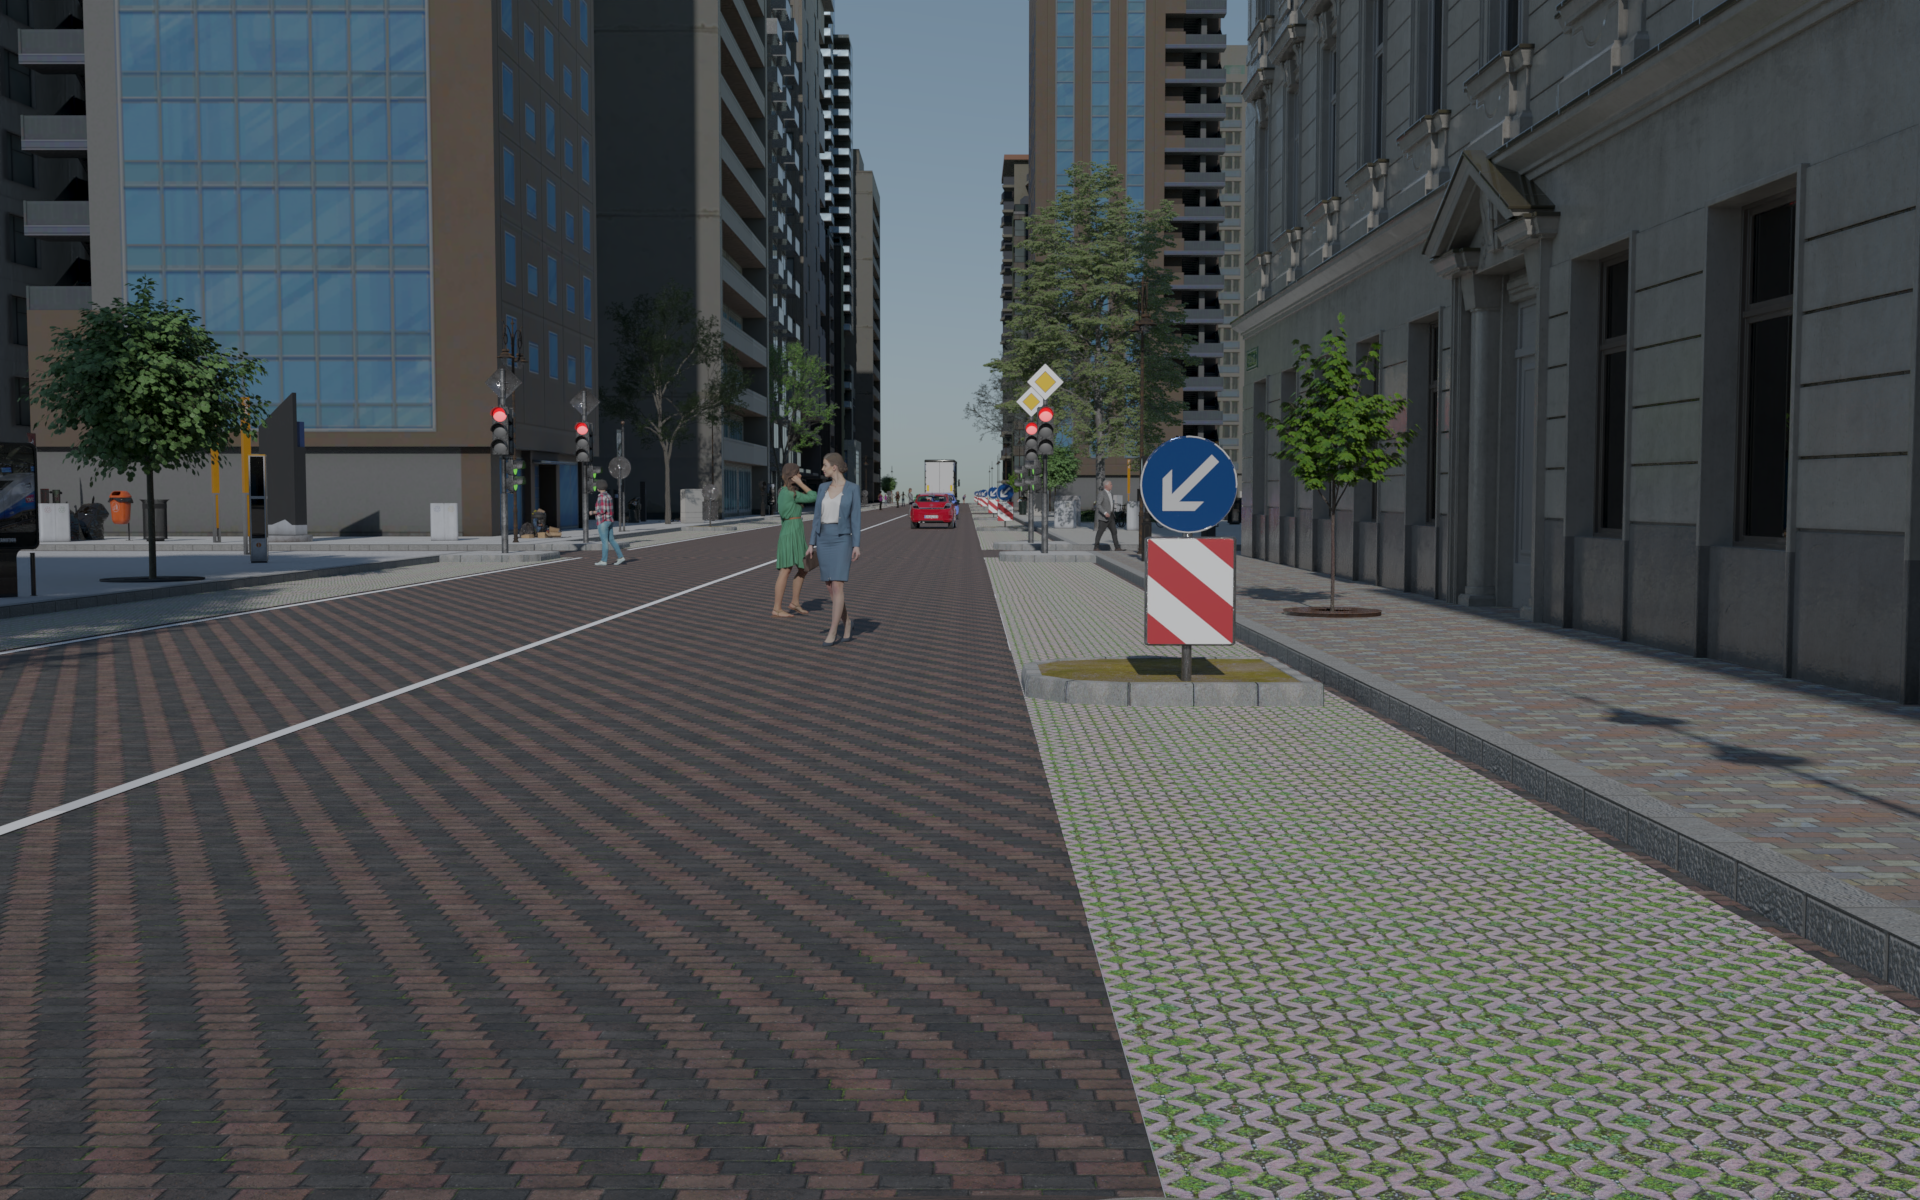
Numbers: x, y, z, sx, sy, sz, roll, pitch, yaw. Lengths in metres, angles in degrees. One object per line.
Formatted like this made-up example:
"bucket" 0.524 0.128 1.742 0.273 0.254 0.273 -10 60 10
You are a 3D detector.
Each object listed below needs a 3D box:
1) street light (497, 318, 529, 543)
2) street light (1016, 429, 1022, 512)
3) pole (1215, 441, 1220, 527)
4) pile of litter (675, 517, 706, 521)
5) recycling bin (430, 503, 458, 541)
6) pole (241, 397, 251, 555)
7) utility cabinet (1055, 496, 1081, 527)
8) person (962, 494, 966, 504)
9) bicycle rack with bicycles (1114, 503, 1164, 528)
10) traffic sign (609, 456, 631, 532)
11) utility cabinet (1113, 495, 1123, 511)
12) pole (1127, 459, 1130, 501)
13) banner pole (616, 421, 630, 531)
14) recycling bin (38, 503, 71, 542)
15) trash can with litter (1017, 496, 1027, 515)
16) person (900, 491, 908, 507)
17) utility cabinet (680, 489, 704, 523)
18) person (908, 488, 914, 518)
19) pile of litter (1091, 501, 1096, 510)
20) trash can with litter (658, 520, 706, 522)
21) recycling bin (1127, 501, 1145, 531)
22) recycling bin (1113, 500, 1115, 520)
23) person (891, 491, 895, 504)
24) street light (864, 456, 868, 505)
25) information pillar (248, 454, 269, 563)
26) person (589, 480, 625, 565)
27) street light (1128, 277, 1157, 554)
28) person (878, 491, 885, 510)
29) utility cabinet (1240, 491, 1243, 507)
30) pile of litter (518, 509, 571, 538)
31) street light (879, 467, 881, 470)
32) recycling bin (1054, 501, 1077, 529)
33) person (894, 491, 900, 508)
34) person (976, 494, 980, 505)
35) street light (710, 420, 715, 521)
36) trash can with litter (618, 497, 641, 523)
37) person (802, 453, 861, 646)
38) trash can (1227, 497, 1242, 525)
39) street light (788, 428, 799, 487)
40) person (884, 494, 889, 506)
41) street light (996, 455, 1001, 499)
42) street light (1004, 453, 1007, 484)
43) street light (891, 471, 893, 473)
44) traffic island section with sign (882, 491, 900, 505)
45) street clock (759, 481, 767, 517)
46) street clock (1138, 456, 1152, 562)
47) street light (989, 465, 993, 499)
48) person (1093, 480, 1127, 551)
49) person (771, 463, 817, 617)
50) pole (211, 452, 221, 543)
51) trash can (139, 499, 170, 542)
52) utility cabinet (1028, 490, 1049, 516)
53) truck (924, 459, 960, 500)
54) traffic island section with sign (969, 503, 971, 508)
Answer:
"street light" -11.756 -4.457 45.665 0.468 5.910 1.993 0 4 0
"street light" 4.221 -9.184 122.951 0.468 5.910 1.993 0 4 0
"pole" 9.975 -4.488 67.227 0.158 3.312 0.155 0 3 0
"pile of litter" -13.071 -4.278 83.905 1.176 0.858 1.719 -3 5 -39
"recycling bin" -14.235 -2.156 47.804 0.722 1.027 0.722 -1 4 -17
"pole" -15.067 -2.614 36.585 0.158 3.312 0.155 0 3 0
"utility cabinet" 4.238 -3.480 68.062 1.020 1.237 0.306 2 4 34
"person" 0.618 -14.405 247.249 0.421 1.427 0.697 -2 4 -28
"bicycle rack with bicycles" 6.730 -3.225 66.106 2.852 0.926 2.925 3 5 45
"traffic sign" -11.502 -3.574 58.545 0.768 2.556 0.104 0 4 4
"utility cabinet" 10.530 -6.381 115.494 0.306 1.237 1.020 2 4 27
"pole" 9.929 -6.606 101.844 0.158 3.312 0.155 0 3 0
"banner pole" -11.583 -4.231 59.201 0.401 3.779 0.863 1 4 9
"recycling bin" -24.337 -2.073 46.440 0.722 1.027 0.722 -3 5 -40
"trash can with litter" 3.812 -5.811 106.391 0.624 1.170 1.055 0 4 2
"person" -6.466 -11.441 196.283 1.217 1.735 0.721 -1 4 -19
"utility cabinet" -11.749 -4.115 75.961 0.318 1.500 1.173 2 4 34
"person" -2.793 -5.657 101.272 0.573 1.790 0.520 -2 4 -27
"pile of litter" 8.996 -5.926 110.848 1.176 0.858 1.719 3 4 37
"trash can with litter" -12.775 -4.207 79.847 2.233 1.210 1.678 1 4 10
"recycling bin" 6.282 -2.976 61.210 0.722 1.027 0.722 1 4 10
"recycling bin" 6.306 -3.809 74.826 0.722 1.027 0.722 0 4 7
"person" -9.189 -13.715 232.748 1.348 1.824 0.705 0 4 6
"street light" -11.173 -14.266 206.038 0.468 5.910 1.993 0 4 0
"information pillar" -13.068 -1.698 32.262 0.304 2.012 0.304 -1 4 -17
"person" -7.116 -1.563 34.895 0.643 1.720 0.563 1 4 11
"street light" 3.884 -3.926 36.980 0.468 5.910 1.993 0 4 0
"person" -6.977 -8.863 154.087 0.721 1.739 1.217 -2 4 -31
"utility cabinet" 19.510 -6.732 118.747 0.318 1.500 1.173 2 4 31
"pile of litter" -12.197 -2.251 50.762 1.719 0.858 1.176 -2 4 -23
"street light" -11.219 -16.519 242.868 0.468 5.910 1.993 0 4 0
"recycling bin" 3.935 -3.185 64.625 0.722 1.027 0.722 1 4 14
"person" -6.545 -10.454 179.936 0.721 1.766 1.217 -2 4 -32
"person" 2.494 -13.181 224.561 0.990 1.755 0.434 2 4 29
"street light" -11.780 -6.710 82.494 0.468 5.910 1.993 0 4 0
"trash can with litter" -14.630 -3.989 76.601 1.055 1.170 0.624 2 4 24
"person" -1.148 -0.489 16.513 0.581 1.822 0.654 3 4 38
"trash can" 11.572 -3.749 72.945 0.748 1.137 0.748 0 3 0
"street light" -11.615 -8.962 119.323 0.468 5.910 1.993 0 4 0
"person" -8.828 -11.906 206.389 0.991 1.433 0.599 -3 4 -38
"street light" 4.462 -14.239 205.590 0.468 5.910 1.993 0 4 0
"street light" 4.238 -11.437 159.780 0.468 5.910 1.993 0 4 0
"street light" -10.990 -18.783 279.885 0.468 5.910 1.993 0 4 0
"traffic island section with sign" -9.229 -13.364 227.133 1.989 1.847 2.006 0 4 0
"street clock" -11.246 -5.763 98.803 0.358 2.002 0.471 2 4 29
"street clock" 3.557 -1.736 32.948 0.358 2.002 0.471 0 4 2
"street light" 4.762 -18.749 279.327 0.468 5.910 1.993 0 4 0
"person" 3.653 -2.047 42.361 0.834 1.777 0.661 2 4 30
"person" -1.987 -0.704 20.252 0.529 1.795 0.600 -2 4 -32
"pole" -19.605 -3.166 45.603 0.158 3.312 0.155 0 3 0
"trash can" -21.802 -2.156 46.905 0.748 1.137 0.748 0 3 0
"utility cabinet" 4.518 -5.581 99.932 1.173 1.500 0.318 1 4 18
"truck" -1.526 -9.603 145.915 2.839 4.237 11.283 0 4 1
"traffic island section with sign" 1.905 -8.375 145.560 1.989 1.847 2.006 0 4 0
